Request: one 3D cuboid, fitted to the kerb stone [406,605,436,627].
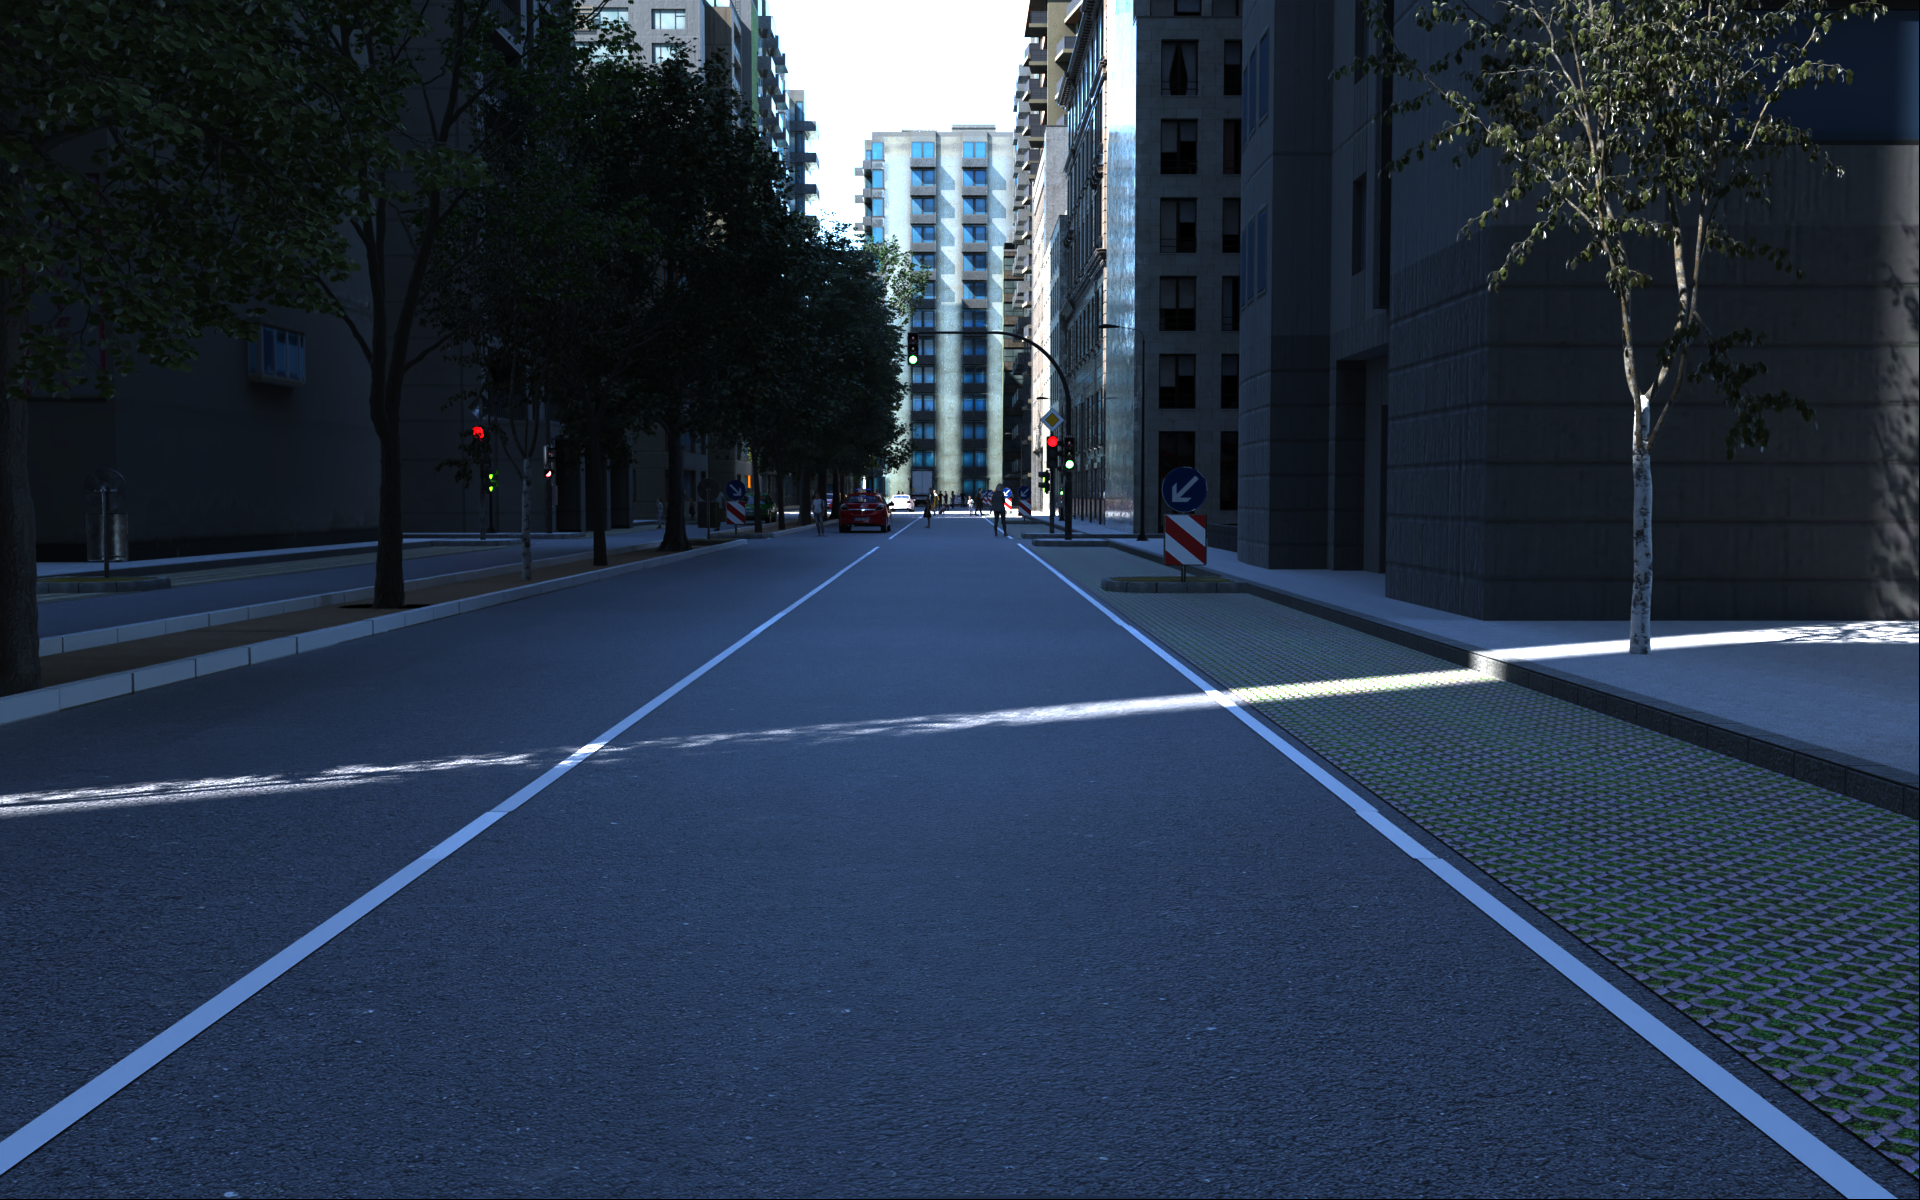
[{"bbox_3d":[-6.027,0.188,19.125,0.120,0.150,1.000,0,4,0],"label":"kerb stone"}]

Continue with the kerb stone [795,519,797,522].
[{"bbox_3d":[-8.362,-3.921,86.298,0.120,0.150,1.000,0,4,0],"label":"kerb stone"}]

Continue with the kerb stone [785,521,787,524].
[{"bbox_3d":[-8.338,-3.605,81.171,0.120,0.150,1.000,0,4,0],"label":"kerb stone"}]

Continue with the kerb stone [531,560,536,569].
[{"bbox_3d":[-8.175,-0.625,32.427,0.120,0.150,1.000,0,4,0],"label":"kerb stone"}]

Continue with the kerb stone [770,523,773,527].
[{"bbox_3d":[-8.322,-3.229,75.009,0.120,0.150,1.000,0,4,0],"label":"kerb stone"}]

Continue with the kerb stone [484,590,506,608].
[{"bbox_3d":[-6.038,0.000,22.191,0.120,0.150,1.000,0,4,0],"label":"kerb stone"}]

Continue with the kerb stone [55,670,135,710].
[{"bbox_3d":[-6.006,0.627,11.937,0.120,0.150,1.000,0,4,0],"label":"kerb stone"}]

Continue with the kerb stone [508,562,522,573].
[{"bbox_3d":[-8.167,-0.563,31.405,0.120,0.150,1.000,0,4,0],"label":"kerb stone"}]

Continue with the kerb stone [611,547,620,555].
[{"bbox_3d":[-8.201,-1.127,40.629,0.120,0.150,1.000,0,4,0],"label":"kerb stone"}]

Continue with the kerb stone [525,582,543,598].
[{"bbox_3d":[-6.046,-0.122,24.235,0.120,0.150,1.000,0,4,0],"label":"kerb stone"}]

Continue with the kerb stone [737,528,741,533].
[{"bbox_3d":[-8.286,-2.541,63.734,0.120,0.150,1.000,0,4,0],"label":"kerb stone"}]

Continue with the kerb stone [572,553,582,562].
[{"bbox_3d":[-8.194,-0.875,36.536,0.120,0.150,1.000,0,4,0],"label":"kerb stone"}]

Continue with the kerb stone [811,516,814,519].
[{"bbox_3d":[-8.414,-4.796,100.632,0.120,0.150,1.000,0,4,0],"label":"kerb stone"}]

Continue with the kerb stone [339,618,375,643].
[{"bbox_3d":[-6.019,0.318,17.071,0.120,0.150,1.000,0,4,0],"label":"kerb stone"}]

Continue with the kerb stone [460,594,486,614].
[{"bbox_3d":[-6.027,0.063,21.169,0.120,0.150,1.000,0,4,0],"label":"kerb stone"}]

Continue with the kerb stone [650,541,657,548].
[{"bbox_3d":[-8.217,-1.440,45.743,0.120,0.150,1.000,0,4,0],"label":"kerb stone"}]

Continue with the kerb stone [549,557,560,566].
[{"bbox_3d":[-8.180,-0.749,34.478,0.120,0.150,1.000,0,4,0],"label":"kerb stone"}]

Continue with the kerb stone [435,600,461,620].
[{"bbox_3d":[-6.032,0.125,20.147,0.120,0.150,1.000,0,4,0],"label":"kerb stone"}]

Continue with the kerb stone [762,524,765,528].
[{"bbox_3d":[-8.317,-3.036,71.932,0.120,0.150,1.000,0,4,0],"label":"kerb stone"}]

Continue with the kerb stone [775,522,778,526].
[{"bbox_3d":[-8.335,-3.356,77.062,0.120,0.150,1.000,0,4,0],"label":"kerb stone"}]

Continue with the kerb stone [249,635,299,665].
[{"bbox_3d":[-6.005,0.440,15.012,0.120,0.150,1.000,0,4,0],"label":"kerb stone"}]

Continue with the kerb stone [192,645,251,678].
[{"bbox_3d":[-6.009,0.503,13.987,0.120,0.150,1.000,0,4,0],"label":"kerb stone"}]

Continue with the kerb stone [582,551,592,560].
[{"bbox_3d":[-8.196,-0.940,37.563,0.120,0.150,1.000,0,4,0],"label":"kerb stone"}]

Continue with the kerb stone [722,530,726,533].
[{"bbox_3d":[-8.265,-2.288,59.636,0.120,0.150,1.000,0,4,0],"label":"kerb stone"}]

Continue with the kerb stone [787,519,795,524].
[{"bbox_3d":[-8.365,-3.858,85.269,0.120,0.150,1.000,0,4,0],"label":"kerb stone"}]

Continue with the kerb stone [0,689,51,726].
[{"bbox_3d":[-5.993,0.690,10.915,0.120,0.150,1.000,0,4,0],"label":"kerb stone"}]

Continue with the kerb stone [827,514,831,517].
[{"bbox_3d":[-8.461,-5.550,112.929,0.120,0.150,1.000,0,4,0],"label":"kerb stone"}]

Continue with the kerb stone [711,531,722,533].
[{"bbox_3d":[-8.263,-2.227,58.611,0.120,0.150,1.000,0,4,0],"label":"kerb stone"}]

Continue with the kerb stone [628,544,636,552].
[{"bbox_3d":[-8.204,-1.252,42.673,0.120,0.150,1.000,0,4,0],"label":"kerb stone"}]

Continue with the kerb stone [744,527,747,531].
[{"bbox_3d":[-8.293,-2.664,65.781,0.120,0.150,1.000,0,4,0],"label":"kerb stone"}]

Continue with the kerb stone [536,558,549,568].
[{"bbox_3d":[-8.172,-0.688,33.449,0.120,0.150,1.000,0,4,0],"label":"kerb stone"}]

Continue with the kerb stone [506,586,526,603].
[{"bbox_3d":[-6.038,-0.060,23.213,0.120,0.150,1.000,0,4,0],"label":"kerb stone"}]

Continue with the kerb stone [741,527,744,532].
[{"bbox_3d":[-8.286,-2.603,64.758,0.120,0.150,1.000,0,4,0],"label":"kerb stone"}]

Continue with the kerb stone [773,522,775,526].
[{"bbox_3d":[-8.325,-3.290,76.034,0.120,0.150,1.000,0,4,0],"label":"kerb stone"}]

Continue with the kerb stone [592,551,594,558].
[{"bbox_3d":[-8.193,-1.001,38.585,0.120,0.150,1.000,0,4,0],"label":"kerb stone"}]

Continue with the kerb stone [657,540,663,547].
[{"bbox_3d":[-8.227,-1.503,46.771,0.120,0.150,1.000,0,4,0],"label":"kerb stone"}]

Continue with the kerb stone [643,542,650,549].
[{"bbox_3d":[-8.213,-1.377,44.717,0.120,0.150,1.000,0,4,0],"label":"kerb stone"}]

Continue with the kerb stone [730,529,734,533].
[{"bbox_3d":[-8.279,-2.411,61.681,0.120,0.150,1.000,0,4,0],"label":"kerb stone"}]

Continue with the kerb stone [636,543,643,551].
[{"bbox_3d":[-8.204,-1.314,43.696,0.120,0.150,1.000,0,4,0],"label":"kerb stone"}]

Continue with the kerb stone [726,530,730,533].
[{"bbox_3d":[-8.270,-2.352,60.659,0.120,0.150,1.000,0,4,0],"label":"kerb stone"}]

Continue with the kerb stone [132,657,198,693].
[{"bbox_3d":[-6.006,0.567,12.965,0.120,0.150,1.000,0,4,0],"label":"kerb stone"}]

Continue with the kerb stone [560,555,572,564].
[{"bbox_3d":[-8.180,-0.809,35.509,0.120,0.150,1.000,0,4,0],"label":"kerb stone"}]

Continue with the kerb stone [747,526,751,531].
[{"bbox_3d":[-8.295,-2.728,66.805,0.120,0.150,1.000,0,4,0],"label":"kerb stone"}]

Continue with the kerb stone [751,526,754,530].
[{"bbox_3d":[-8.302,-2.791,67.830,0.120,0.150,1.000,0,4,0],"label":"kerb stone"}]

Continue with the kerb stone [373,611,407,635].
[{"bbox_3d":[-6.022,0.250,18.100,0.120,0.150,1.000,0,4,0],"label":"kerb stone"}]

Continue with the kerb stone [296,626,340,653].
[{"bbox_3d":[-6.007,0.376,16.049,0.120,0.150,1.000,0,4,0],"label":"kerb stone"}]

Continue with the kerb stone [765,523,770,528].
[{"bbox_3d":[-8.320,-3.167,73.981,0.120,0.150,1.000,0,4,0],"label":"kerb stone"}]

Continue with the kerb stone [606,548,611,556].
[{"bbox_3d":[-8.196,-1.065,39.607,0.120,0.150,1.000,0,4,0],"label":"kerb stone"}]

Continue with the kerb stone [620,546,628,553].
[{"bbox_3d":[-8.192,-1.190,41.651,0.120,0.150,1.000,0,4,0],"label":"kerb stone"}]
